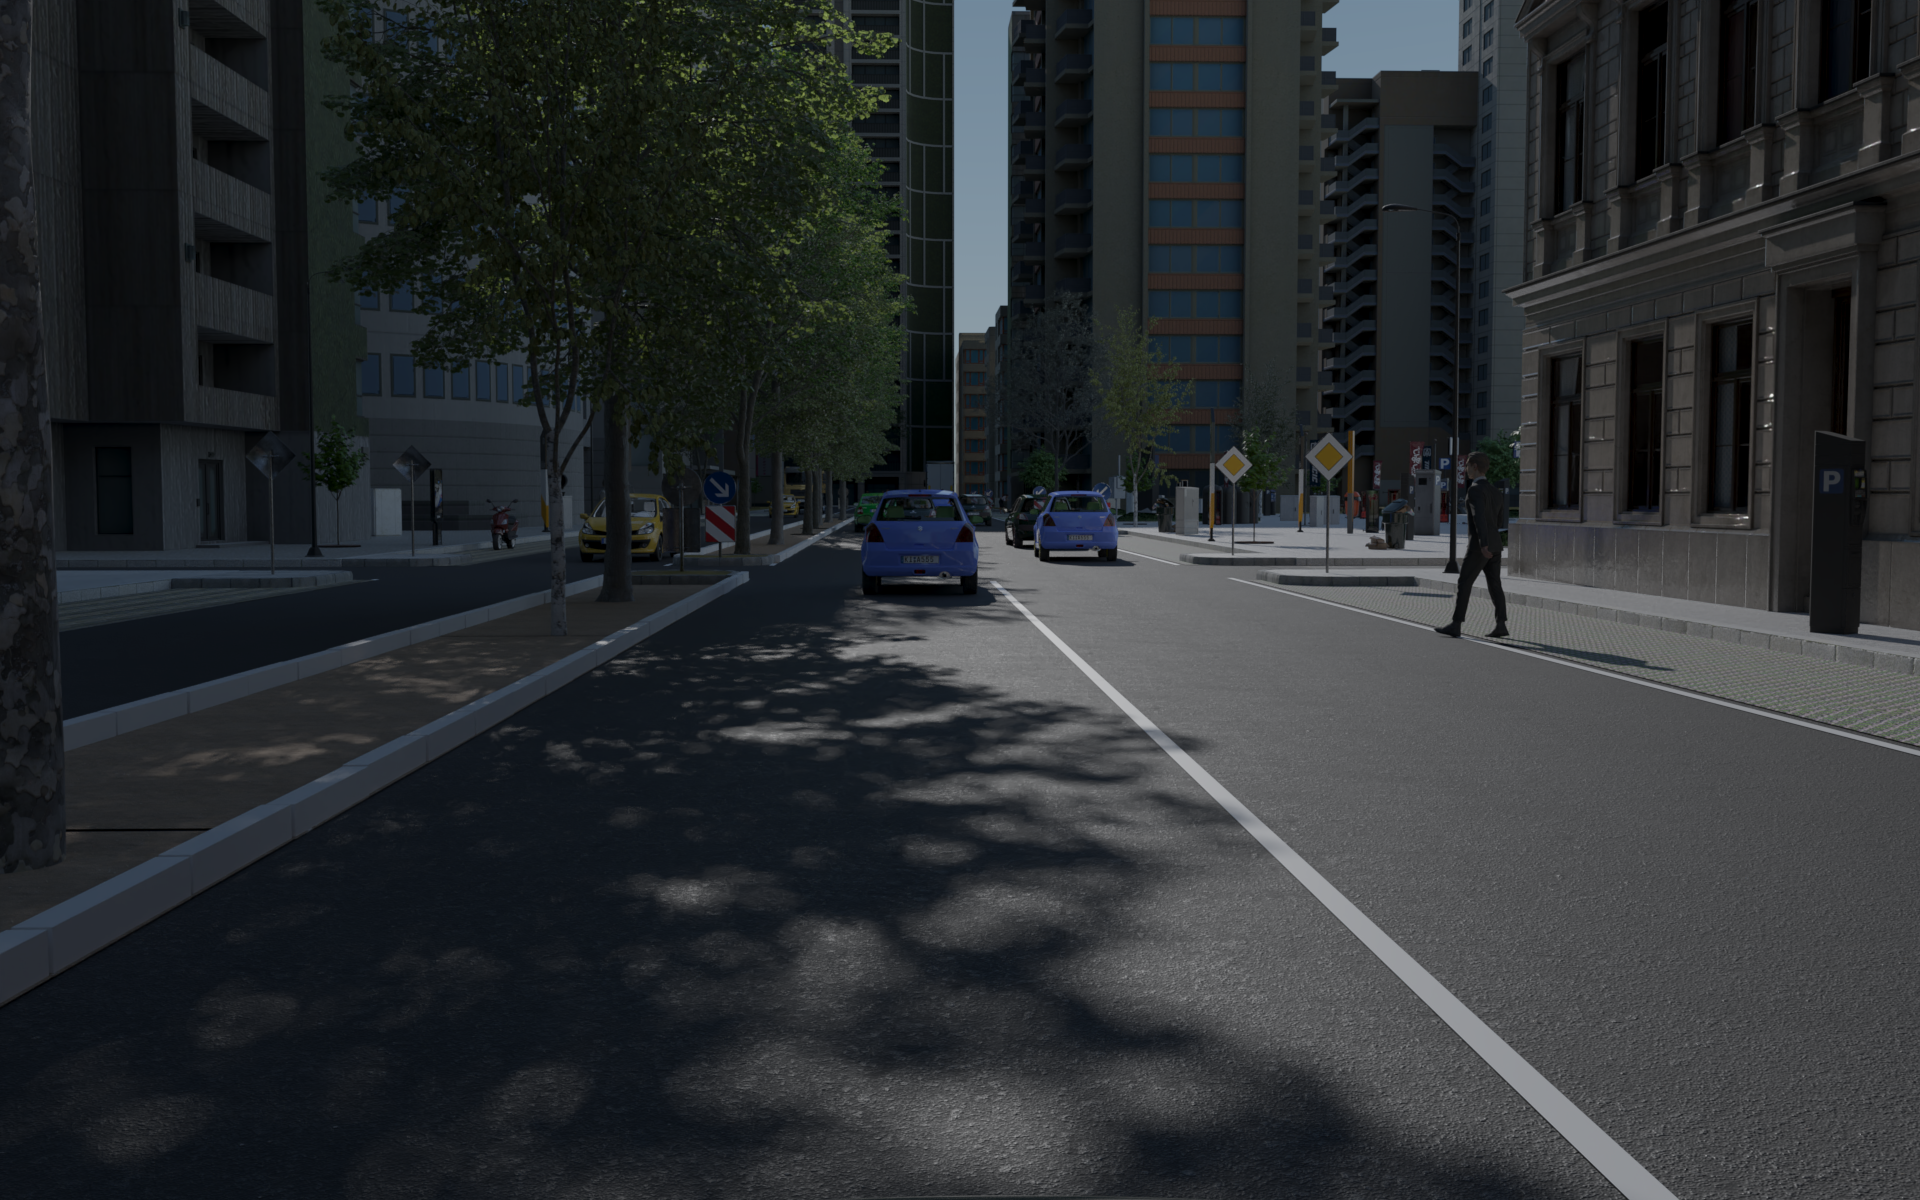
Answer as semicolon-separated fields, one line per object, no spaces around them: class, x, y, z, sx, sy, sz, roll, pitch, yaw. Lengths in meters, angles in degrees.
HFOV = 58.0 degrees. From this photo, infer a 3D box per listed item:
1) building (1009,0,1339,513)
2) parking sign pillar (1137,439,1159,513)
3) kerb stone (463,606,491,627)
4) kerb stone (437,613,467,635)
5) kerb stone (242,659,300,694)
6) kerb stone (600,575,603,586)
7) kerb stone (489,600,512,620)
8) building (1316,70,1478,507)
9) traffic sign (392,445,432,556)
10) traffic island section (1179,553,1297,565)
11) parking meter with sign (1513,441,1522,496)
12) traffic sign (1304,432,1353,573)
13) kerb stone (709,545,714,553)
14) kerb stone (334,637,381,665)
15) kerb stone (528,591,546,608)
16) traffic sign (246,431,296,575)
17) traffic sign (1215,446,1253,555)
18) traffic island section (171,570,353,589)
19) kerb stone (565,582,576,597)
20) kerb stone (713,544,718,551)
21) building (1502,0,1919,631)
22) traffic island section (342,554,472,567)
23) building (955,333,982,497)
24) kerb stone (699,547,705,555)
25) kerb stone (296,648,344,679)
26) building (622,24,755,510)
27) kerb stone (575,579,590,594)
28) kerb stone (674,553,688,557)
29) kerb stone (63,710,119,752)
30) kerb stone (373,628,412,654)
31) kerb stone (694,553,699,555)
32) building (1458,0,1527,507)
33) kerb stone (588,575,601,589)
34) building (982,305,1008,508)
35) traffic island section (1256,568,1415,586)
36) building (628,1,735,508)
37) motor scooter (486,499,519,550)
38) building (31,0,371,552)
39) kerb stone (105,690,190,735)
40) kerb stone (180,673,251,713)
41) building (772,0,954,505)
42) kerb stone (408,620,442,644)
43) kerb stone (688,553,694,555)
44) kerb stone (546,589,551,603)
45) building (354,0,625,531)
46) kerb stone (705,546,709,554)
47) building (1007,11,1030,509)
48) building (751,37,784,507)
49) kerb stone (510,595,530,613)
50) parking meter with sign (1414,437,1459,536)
building;15.287;-29.019;129.089;22.147;44.769;28.867;0;4;-2
parking sign pillar;9.325;-5.973;86.124;1.447;3.967;1.447;-2;4;-33
kerb stone;-5.327;0.202;18.892;0.120;0.150;1.000;0;4;-2
kerb stone;-5.295;0.265;17.870;0.120;0.150;1.000;0;4;-2
kerb stone;-5.114;0.578;12.754;0.120;0.150;1.000;0;4;-2
kerb stone;-5.617;-0.300;27.101;0.120;0.150;1.000;0;4;-2
kerb stone;-5.360;0.139;19.918;0.120;0.150;1.000;0;4;-2
building;44.255;-32.452;180.707;14.200;45.320;14.600;0;4;-2
traffic sign;-11.238;-1.951;35.549;0.795;2.450;0.064;0;4;-2
traffic island section;5.720;-0.851;36.197;2.009;0.180;2.903;0;4;-2
parking meter with sign;18.521;-3.674;56.328;0.543;3.016;1.738;0;4;-1
traffic sign;5.975;-1.498;28.139;0.795;2.450;0.064;0;4;-2
kerb stone;-6.133;-1.206;41.966;0.120;0.150;1.000;0;4;-2
kerb stone;-5.187;0.452;14.804;0.120;0.150;1.000;0;4;-2
kerb stone;-5.443;0.014;21.974;0.120;0.150;1.000;0;4;-2
traffic sign;-10.959;-1.463;27.569;0.795;2.450;0.064;0;4;-2
traffic sign;5.696;-1.986;36.119;0.795;2.450;0.064;0;4;-2
traffic island section;-10.983;-0.327;27.630;2.009;0.180;2.903;0;4;-2
kerb stone;-5.510;-0.110;24.022;0.120;0.150;1.000;0;4;-2
kerb stone;-6.173;-1.272;42.987;0.120;0.150;1.000;0;4;-2
building;13.607;-9.362;17.705;10.561;19.102;19.286;0;4;-2
traffic island section;-11.262;-0.815;35.610;2.009;0.180;2.903;0;4;-2
building;14.307;-22.256;208.921;28.899;21.520;27.650;0;4;-2
kerb stone;-6.065;-1.084;39.920;0.120;0.150;1.000;0;4;-2
kerb stone;-5.148;0.520;13.783;0.120;0.150;1.000;0;4;-2
building;-24.731;-30.241;144.545;14.600;45.320;14.200;0;4;-2
kerb stone;-5.547;-0.175;25.056;0.120;0.150;1.000;0;4;-2
kerb stone;-5.964;-0.895;36.834;0.120;0.150;1.000;0;4;-2
kerb stone;-5.006;0.765;9.683;0.120;0.150;1.000;0;4;-2
kerb stone;-5.229;0.390;15.827;0.120;0.150;1.000;0;4;-2
kerb stone;-6.029;-1.017;38.898;0.120;0.150;1.000;0;4;-2
building;61.734;-45.250;178.091;20.611;71.187;20.563;0;4;-2
kerb stone;-5.585;-0.237;26.077;0.120;0.150;1.000;0;4;-2
building;16.989;-20.096;173.608;27.650;21.520;28.899;0;4;-2
traffic island section;5.999;-0.363;28.217;2.009;0.180;2.903;0;4;-2
building;-30.841;-32.643;122.947;28.713;52.752;27.495;0;4;-2
motor scooter;-11.716;-1.942;44.526;0.815;1.314;1.986;0;4;-1
building;-23.433;-16.471;40.995;14.160;30.474;14.107;0;4;-2
kerb stone;-5.046;0.702;10.711;0.120;0.150;1.000;0;4;-2
kerb stone;-5.072;0.640;11.733;0.120;0.150;1.000;0;4;-2
building;-10.946;-46.764;202.845;20.611;71.187;20.563;0;4;-2
kerb stone;-5.258;0.328;16.849;0.120;0.150;1.000;0;4;-2
kerb stone;-5.996;-0.948;37.867;0.120;0.150;1.000;0;4;-2
kerb stone;-5.462;-0.046;22.997;0.120;0.150;1.000;0;4;-2
building;-26.639;-32.334;70.664;21.231;58.520;28.212;0;4;-2
kerb stone;-6.102;-1.147;40.942;0.120;0.150;1.000;0;4;-2
building;11.052;-28.593;151.094;14.154;41.232;14.086;0;4;-2
building;-29.170;-33.714;174.919;21.600;48.544;21.300;0;4;-2
kerb stone;-5.403;0.076;20.953;0.120;0.150;1.000;0;4;-2
parking meter with sign;14.538;-3.519;53.802;1.738;3.016;0.543;3;5;44
